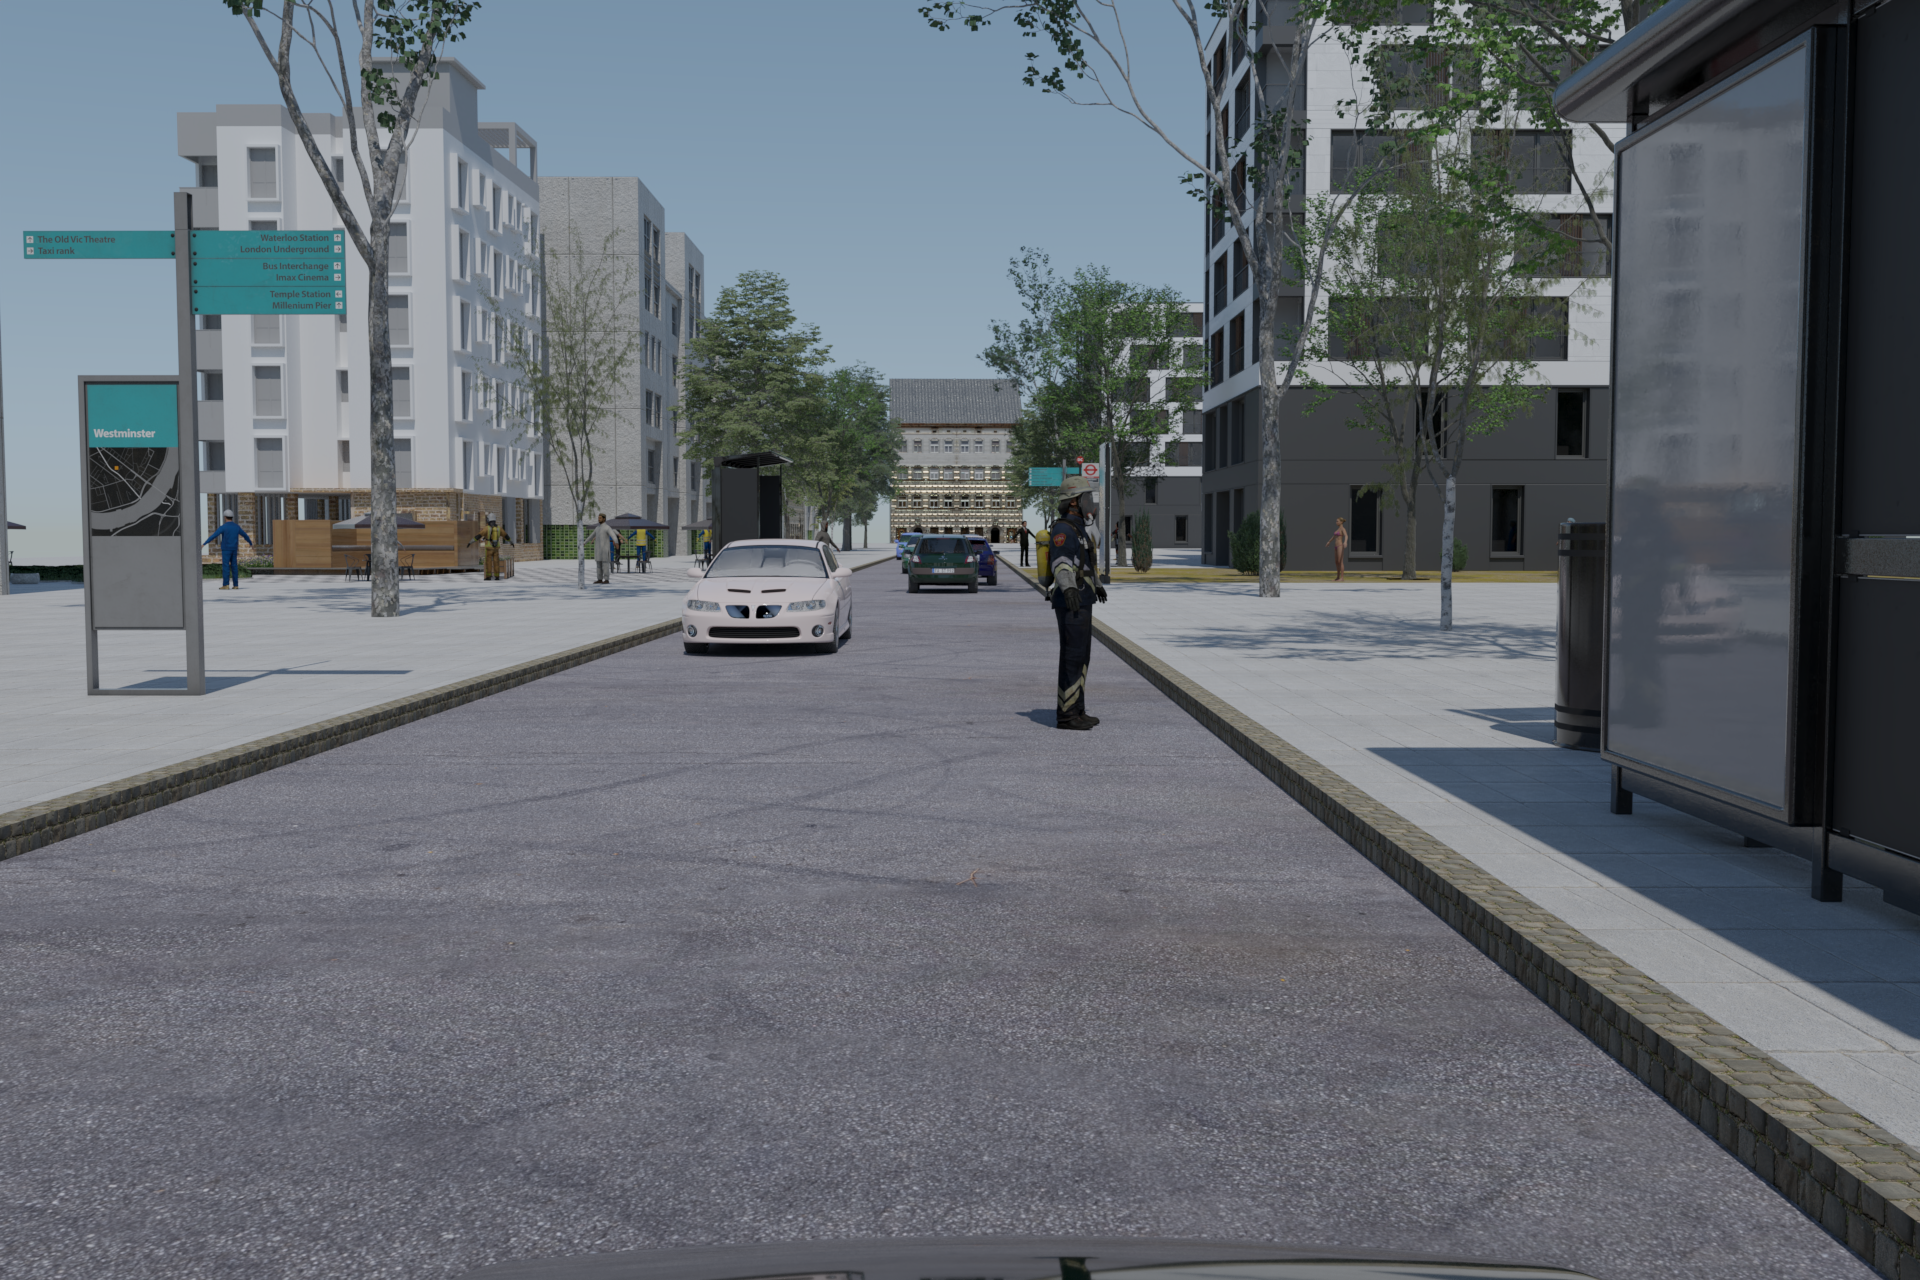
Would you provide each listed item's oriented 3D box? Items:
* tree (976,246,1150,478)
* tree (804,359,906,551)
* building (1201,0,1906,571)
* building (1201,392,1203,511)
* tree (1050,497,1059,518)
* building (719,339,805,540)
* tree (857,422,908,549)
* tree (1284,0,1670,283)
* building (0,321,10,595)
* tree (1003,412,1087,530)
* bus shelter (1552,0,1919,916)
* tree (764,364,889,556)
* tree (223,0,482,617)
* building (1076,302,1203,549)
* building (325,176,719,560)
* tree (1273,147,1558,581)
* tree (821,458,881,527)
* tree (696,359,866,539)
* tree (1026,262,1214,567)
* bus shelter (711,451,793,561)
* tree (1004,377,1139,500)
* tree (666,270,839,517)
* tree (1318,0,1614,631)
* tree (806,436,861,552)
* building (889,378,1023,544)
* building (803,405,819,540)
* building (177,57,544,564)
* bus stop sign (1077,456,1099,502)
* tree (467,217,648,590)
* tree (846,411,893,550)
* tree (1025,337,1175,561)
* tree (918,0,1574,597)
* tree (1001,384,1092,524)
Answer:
[{"bbox_3d":[5.557,-15.939,116.495,12.611,20.169,13.585,0,3,0],"label":"tree"},{"bbox_3d":[-8.493,-13.538,128.000,9.857,13.997,8.962,0,3,0],"label":"tree"},{"bbox_3d":[24.220,-14.166,75.590,27.936,21.610,32.646,0,3,0],"label":"building"},{"bbox_3d":[23.383,-16.696,129.399,16.016,20.090,11.380,0,4,0],"label":"building"},{"bbox_3d":[16.067,-19.678,239.863,7.486,12.596,7.792,0,3,0],"label":"tree"},{"bbox_3d":[-26.550,-21.439,181.448,19.493,23.208,18.063,0,4,1],"label":"building"},{"bbox_3d":[-8.360,-13.818,151.686,9.928,11.665,9.643,0,3,0],"label":"tree"},{"bbox_3d":[6.610,-5.497,15.636,9.928,11.665,9.643,0,3,0],"label":"tree"},{"bbox_3d":[-28.517,-9.412,20.341,16.747,18.905,31.486,0,4,0],"label":"building"},{"bbox_3d":[7.263,-13.322,143.578,9.928,11.665,9.643,0,3,0],"label":"tree"},{"bbox_3d":[3.792,-1.758,6.372,2.179,5.291,8.768,0,3,0],"label":"bus shelter"},{"bbox_3d":[-8.010,-10.854,103.224,9.928,11.665,9.643,0,3,0],"label":"tree"},{"bbox_3d":[-10.406,-10.420,26.259,12.611,20.169,13.585,0,3,0],"label":"tree"},{"bbox_3d":[25.069,-19.877,168.965,27.936,21.610,32.646,0,4,1],"label":"building"},{"bbox_3d":[-24.477,-14.386,101.671,16.747,18.905,31.486,0,4,-1],"label":"building"},{"bbox_3d":[12.462,-7.474,47.949,9.928,11.665,9.643,0,3,0],"label":"tree"},{"bbox_3d":[-15.625,-20.426,240.613,9.857,13.997,8.962,0,3,0],"label":"tree"},{"bbox_3d":[-8.771,-9.362,87.473,8.767,10.594,7.601,-2,4,-31],"label":"tree"},{"bbox_3d":[6.175,-8.655,67.265,9.928,11.665,9.643,0,3,0],"label":"tree"},{"bbox_3d":[-6.181,-3.725,52.189,1.731,3.624,6.357,0,4,0],"label":"bus shelter"},{"bbox_3d":[6.828,-10.066,98.986,7.601,10.594,8.767,3,4,37],"label":"tree"},{"bbox_3d":[-9.018,-9.599,75.078,7.486,12.596,7.792,0,3,0],"label":"tree"},{"bbox_3d":[6.296,-4.420,22.623,4.360,8.622,3.978,0,3,0],"label":"tree"},{"bbox_3d":[-8.750,-10.281,118.451,4.737,8.622,4.395,0,3,0],"label":"tree"},{"bbox_3d":[-0.859,-25.072,243.308,18.063,23.208,19.493,0,4,-3],"label":"building"},{"bbox_3d":[-26.858,-20.909,208.322,16.747,18.905,31.486,0,4,1],"label":"building"},{"bbox_3d":[-25.102,-13.074,70.185,16.016,20.090,11.380,0,4,1],"label":"building"},{"bbox_3d":[4.337,-4.328,59.468,0.855,3.939,0.416,0,4,0],"label":"bus stop sign"},{"bbox_3d":[-8.574,-5.480,39.967,4.360,8.622,3.978,0,3,0],"label":"tree"},{"bbox_3d":[-8.682,-12.993,138.182,9.928,11.665,9.643,0,3,0],"label":"tree"},{"bbox_3d":[6.533,-8.999,81.540,7.601,10.594,8.767,0,4,2],"label":"tree"},{"bbox_3d":[5.473,-10.855,33.372,12.611,20.169,13.585,0,3,0],"label":"tree"},{"bbox_3d":[6.728,-13.035,131.247,7.486,12.596,7.792,0,3,0],"label":"tree"}]
